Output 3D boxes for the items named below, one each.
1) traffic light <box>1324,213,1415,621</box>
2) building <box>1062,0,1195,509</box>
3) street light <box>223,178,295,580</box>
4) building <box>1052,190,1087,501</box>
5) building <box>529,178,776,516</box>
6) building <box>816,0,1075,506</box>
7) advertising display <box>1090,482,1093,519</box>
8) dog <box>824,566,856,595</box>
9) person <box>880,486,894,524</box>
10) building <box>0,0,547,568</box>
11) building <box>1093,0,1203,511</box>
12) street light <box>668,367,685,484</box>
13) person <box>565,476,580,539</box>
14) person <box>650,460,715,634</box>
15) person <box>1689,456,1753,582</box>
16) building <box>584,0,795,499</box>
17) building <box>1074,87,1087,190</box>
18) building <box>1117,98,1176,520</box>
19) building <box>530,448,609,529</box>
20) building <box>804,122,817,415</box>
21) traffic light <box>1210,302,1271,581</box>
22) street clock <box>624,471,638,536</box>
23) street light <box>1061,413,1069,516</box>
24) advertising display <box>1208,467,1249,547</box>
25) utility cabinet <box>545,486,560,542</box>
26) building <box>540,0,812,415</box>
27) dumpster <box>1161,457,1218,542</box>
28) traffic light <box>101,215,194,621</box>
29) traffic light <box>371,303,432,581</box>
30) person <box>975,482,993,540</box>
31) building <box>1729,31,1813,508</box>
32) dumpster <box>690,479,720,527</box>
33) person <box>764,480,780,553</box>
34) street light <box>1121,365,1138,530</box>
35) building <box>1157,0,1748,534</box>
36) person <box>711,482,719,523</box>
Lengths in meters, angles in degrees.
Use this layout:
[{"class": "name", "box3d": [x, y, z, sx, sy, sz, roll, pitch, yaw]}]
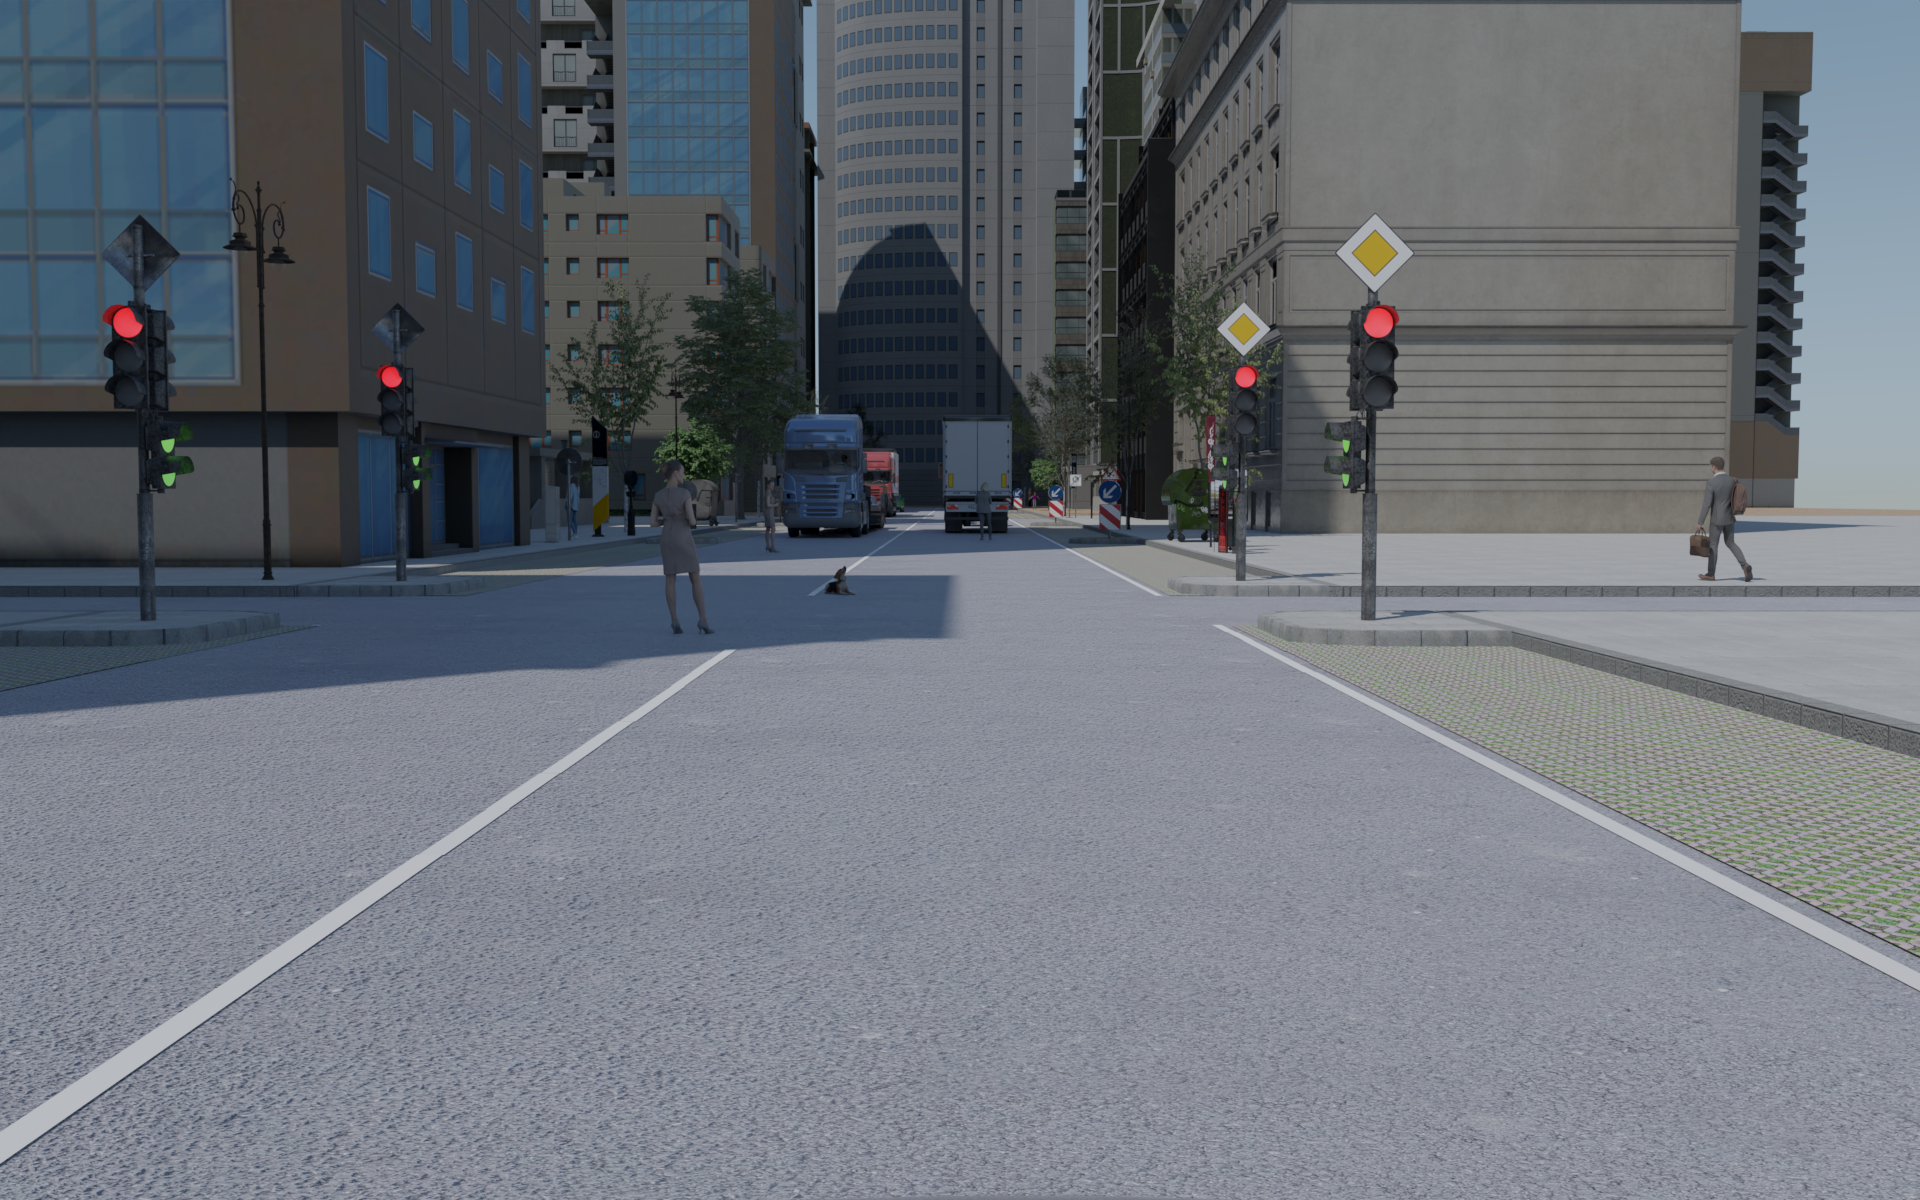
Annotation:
[{"class": "traffic light", "box3d": [4.133, -1.748, 17.496, 0.839, 4.253, 0.868, 0, 3, 0]}, {"class": "building", "box3d": [19.631, -43.415, 148.082, 20.563, 71.187, 20.611, 0, 3, 0]}, {"class": "street light", "box3d": [-10.351, -3.238, 25.729, 0.468, 5.910, 1.993, 0, 3, 0]}, {"class": "building", "box3d": [15.839, -24.156, 166.650, 14.160, 30.474, 14.107, 0, 3, 0]}, {"class": "building", "box3d": [-27.639, -16.524, 115.203, 27.650, 21.520, 28.899, 0, 3, 0]}, {"class": "building", "box3d": [-1.779, -40.029, 196.466, 28.212, 58.520, 21.231, 0, 3, 0]}, {"class": "advertising display", "box3d": [6.914, -5.243, 90.939, 0.123, 1.923, 0.974, 0, 4, 4]}, {"class": "dog", "box3d": [-1.695, -0.287, 24.879, 0.550, 0.427, 0.748, 1, 4, 11]}, {"class": "person", "box3d": [-3.556, -4.579, 83.556, 0.709, 1.800, 0.728, -2, 4, -30]}, {"class": "building", "box3d": [-17.363, -23.574, 35.546, 14.600, 45.320, 14.200, 0, 3, 0]}, {"class": "building", "box3d": [26.346, -26.599, 126.770, 32.217, 40.220, 23.993, 0, 3, 0]}, {"class": "street light", "box3d": [-10.319, -5.520, 63.040, 0.468, 5.910, 1.993, 0, 3, 0]}, {"class": "person", "box3d": [-10.984, -2.622, 49.179, 0.793, 1.790, 0.793, -1, 4, -20]}, {"class": "person", "box3d": [-2.850, -0.545, 17.753, 0.599, 1.781, 0.374, 1, 4, 19]}, {"class": "person", "box3d": [11.176, -1.185, 25.389, 0.622, 1.834, 0.822, -1, 4, -23]}, {"class": "building", "box3d": [-20.712, -29.756, 136.618, 14.600, 45.320, 14.200, 0, 3, 0]}, {"class": "building", "box3d": [27.554, -35.385, 198.158, 30.456, 49.044, 23.786, 0, 3, 0]}, {"class": "building", "box3d": [15.289, -16.072, 92.458, 12.332, 23.373, 15.834, 0, 3, 0]}, {"class": "building", "box3d": [-31.645, -23.034, 68.493, 32.217, 40.220, 23.993, 0, 3, 0]}, {"class": "building", "box3d": [-30.901, -33.228, 197.908, 28.867, 44.769, 22.147, 0, 3, 0]}, {"class": "traffic light", "box3d": [4.129, -2.236, 25.481, 0.839, 4.253, 0.868, 0, 3, 0]}, {"class": "street clock", "box3d": [-10.117, -2.979, 53.270, 0.358, 2.002, 0.471, 1, 4, 18]}, {"class": "street light", "box3d": [6.047, -7.748, 99.463, 0.468, 5.910, 1.993, 0, 3, 0]}, {"class": "advertising display", "box3d": [6.475, -2.239, 41.822, 0.974, 1.923, 0.123, 0, 4, -7]}, {"class": "utility cabinet", "box3d": [-10.881, -2.302, 46.311, 0.318, 1.500, 1.173, -1, 4, -8]}, {"class": "building", "box3d": [-28.417, -34.865, 159.279, 27.495, 52.752, 28.713, 0, 3, 0]}, {"class": "dumpster", "box3d": [6.278, -2.700, 46.631, 1.502, 2.255, 1.985, 0, 3, 0]}, {"class": "traffic light", "box3d": [-8.228, -1.746, 17.474, 0.839, 4.253, 0.868, 0, 3, 0]}, {"class": "traffic light", "box3d": [-8.232, -2.235, 25.459, 0.839, 4.253, 0.868, 0, 3, 0]}, {"class": "person", "box3d": [0.732, -2.766, 53.912, 0.537, 1.800, 0.526, 1, 4, 11]}, {"class": "building", "box3d": [70.604, -31.567, 166.231, 14.200, 45.320, 14.600, 0, 3, 0]}, {"class": "dumpster", "box3d": [-10.323, -3.868, 69.007, 1.264, 1.857, 1.865, 0, 3, 0]}, {"class": "person", "box3d": [-4.639, -2.066, 42.623, 0.374, 1.781, 0.599, -1, 4, -13]}, {"class": "street light", "box3d": [6.068, -5.466, 62.153, 0.468, 5.910, 1.993, 0, 3, 0]}, {"class": "building", "box3d": [17.621, -14.452, 69.569, 16.112, 22.955, 30.059, 0, 3, 0]}, {"class": "person", "box3d": [-10.707, -4.243, 75.523, 0.391, 1.810, 0.635, -1, 4, -18]}]
